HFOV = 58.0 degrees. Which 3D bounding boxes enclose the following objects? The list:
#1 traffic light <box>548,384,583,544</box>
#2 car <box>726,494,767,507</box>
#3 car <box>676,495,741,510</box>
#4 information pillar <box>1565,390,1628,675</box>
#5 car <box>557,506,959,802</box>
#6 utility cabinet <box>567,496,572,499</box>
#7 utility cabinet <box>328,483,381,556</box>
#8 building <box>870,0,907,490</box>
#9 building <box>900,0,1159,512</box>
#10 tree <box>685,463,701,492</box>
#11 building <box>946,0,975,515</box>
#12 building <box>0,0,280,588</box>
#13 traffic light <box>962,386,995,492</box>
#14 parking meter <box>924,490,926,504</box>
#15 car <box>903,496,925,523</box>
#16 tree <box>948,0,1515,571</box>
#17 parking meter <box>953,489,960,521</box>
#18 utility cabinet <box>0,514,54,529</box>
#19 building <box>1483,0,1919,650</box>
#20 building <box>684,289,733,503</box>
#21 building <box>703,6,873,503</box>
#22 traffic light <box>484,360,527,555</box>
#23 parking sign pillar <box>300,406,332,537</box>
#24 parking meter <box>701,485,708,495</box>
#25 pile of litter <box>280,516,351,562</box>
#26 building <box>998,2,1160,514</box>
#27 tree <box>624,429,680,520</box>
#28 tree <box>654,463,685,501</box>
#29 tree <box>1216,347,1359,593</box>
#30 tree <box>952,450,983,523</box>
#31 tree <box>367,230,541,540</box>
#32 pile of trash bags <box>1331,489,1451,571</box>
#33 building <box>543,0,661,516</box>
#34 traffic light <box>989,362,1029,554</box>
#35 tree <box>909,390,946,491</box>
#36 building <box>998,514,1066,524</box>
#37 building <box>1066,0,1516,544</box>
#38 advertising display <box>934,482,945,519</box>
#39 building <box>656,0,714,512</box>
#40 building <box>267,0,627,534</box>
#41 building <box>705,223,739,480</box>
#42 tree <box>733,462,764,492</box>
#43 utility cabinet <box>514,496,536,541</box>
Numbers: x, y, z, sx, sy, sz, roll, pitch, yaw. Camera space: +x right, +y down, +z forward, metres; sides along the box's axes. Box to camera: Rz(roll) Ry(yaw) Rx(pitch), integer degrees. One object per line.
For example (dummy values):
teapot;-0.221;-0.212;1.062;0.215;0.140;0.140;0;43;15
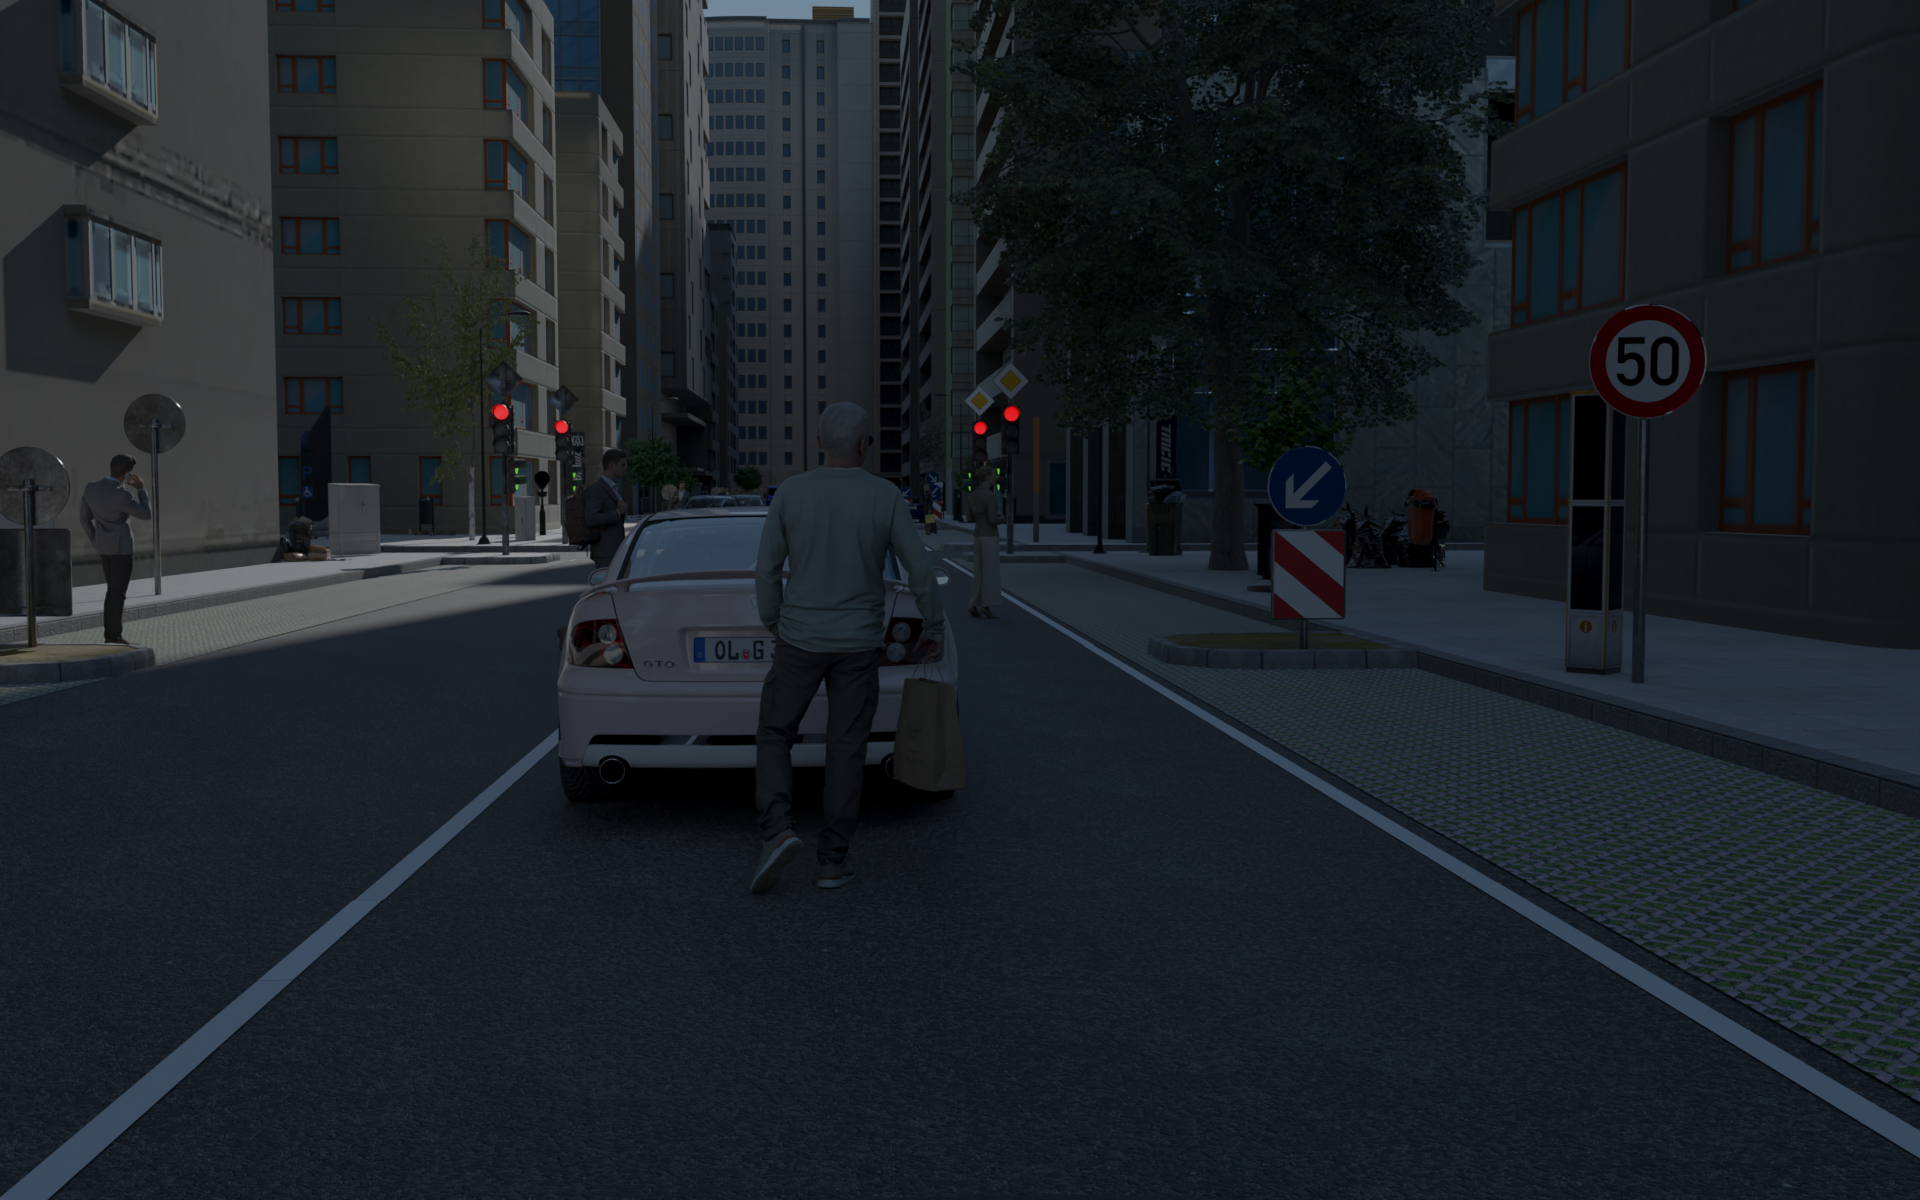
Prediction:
traffic light;-10.097;-3.384;44.249;0.839;4.253;0.868;0;4;-4
car;-6.846;-2.604;54.367;2.131;1.459;4.920;0;4;-6
car;-6.812;-2.190;47.804;2.014;1.417;4.499;0;4;-4
information pillar;4.561;-0.484;12.411;0.304;2.012;0.304;3;5;44
car;-1.049;0.175;9.504;2.083;1.381;4.827;0;4;-5
utility cabinet;-12.929;-2.848;57.728;0.306;1.237;1.020;0;4;6
utility cabinet;-12.599;-1.675;36.073;0.318;1.500;1.173;2;4;23
building;-0.629;-47.452;214.096;20.611;71.187;20.563;0;4;-4
building;5.556;-32.827;160.429;21.300;48.544;21.600;0;4;-4
tree;-17.071;-6.876;107.024;1.663;3.219;1.824;0;3;0
building;6.016;-26.085;110.080;14.154;41.232;14.086;0;4;-4
building;-22.495;-24.222;19.735;21.600;48.544;21.300;0;4;-4
traffic light;0.486;-3.431;45.020;0.839;4.253;0.868;0;4;-4
parking meter;-1.982;-5.833;101.080;0.255;1.863;0.399;0;4;1
car;-2.583;-4.499;86.146;1.945;1.354;3.894;0;4;-4
tree;4.443;-7.477;28.897;9.857;13.997;8.962;0;3;0
parking meter;-0.149;-4.591;83.474;0.372;1.533;0.369;0;3;0
utility cabinet;-10.793;-0.512;19.534;0.306;1.237;1.020;3;5;39
building;21.807;-10.032;9.069;27.650;21.520;28.899;0;4;-4
building;-35.785;-19.258;159.913;27.650;21.520;28.899;0;4;-4
building;-24.990;-41.035;212.922;28.212;58.520;21.231;0;4;-4
traffic light;-9.527;-2.897;36.284;0.839;4.253;0.868;0;4;-4
parking sign pillar;-19.536;-3.920;52.562;1.447;3.967;1.447;0;4;3
parking meter;-16.983;-6.693;115.135;0.399;1.863;0.255;2;4;24
pile of litter;-12.601;-1.177;33.207;1.719;0.858;1.176;0;4;-7
building;7.796;-31.515;138.974;21.300;48.544;21.600;0;4;-4
tree;-15.562;-6.318;87.021;4.285;4.588;4.351;0;3;0
tree;-16.516;-6.261;96.964;1.663;3.219;1.824;0;3;0
tree;4.439;-1.723;22.767;1.663;3.219;1.824;0;3;0
tree;0.348;-5.030;76.834;1.663;3.219;1.824;0;3;0
tree;-13.757;-5.956;47.738;4.737;8.622;4.395;0;3;0
pile of trash bags;7.599;-1.247;30.147;1.912;1.369;3.447;0;4;-3
building;-26.437;-27.991;107.761;14.600;45.320;14.200;0;4;-4
traffic light;1.056;-2.944;37.055;0.839;4.253;0.868;0;4;-4
tree;-1.863;-10.592;123.545;4.360;8.622;3.978;0;3;0
building;12.162;-28.179;84.435;21.300;48.544;21.600;0;4;-4
building;19.126;-45.370;54.473;31.000;86.520;22.319;0;4;-4
advertising display;-1.061;-5.176;89.840;0.123;1.923;0.974;-2;4;-30
building;-33.207;-33.131;130.928;28.713;52.752;27.495;0;4;-4
building;-28.947;-13.650;68.218;27.650;21.520;28.899;0;4;-4
building;-30.990;-25.343;186.057;14.107;30.474;14.160;0;4;-4
tree;-21.788;-11.880;177.949;4.285;4.588;4.351;0;3;0
utility cabinet;-12.082;-2.258;48.087;0.306;1.237;1.020;-2;4;-31
